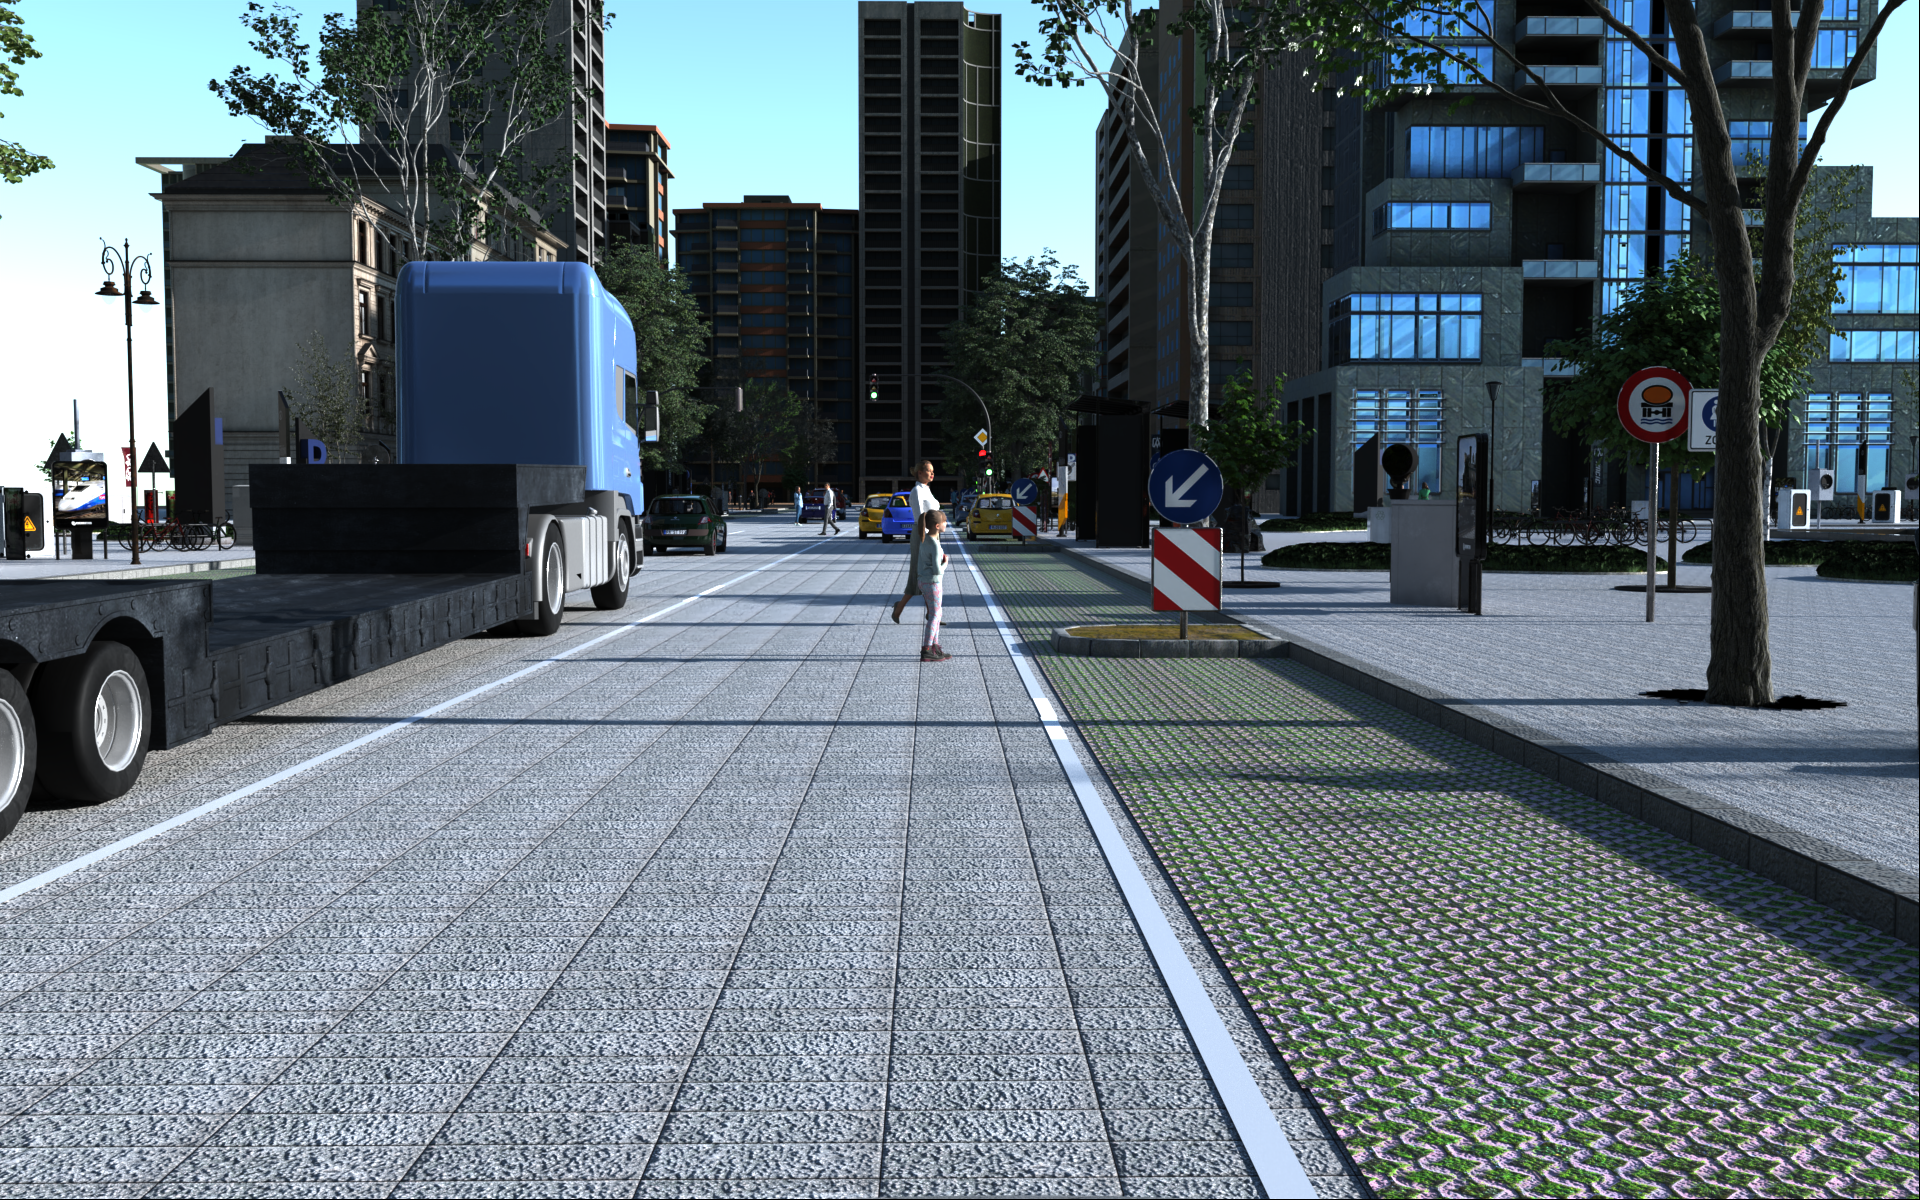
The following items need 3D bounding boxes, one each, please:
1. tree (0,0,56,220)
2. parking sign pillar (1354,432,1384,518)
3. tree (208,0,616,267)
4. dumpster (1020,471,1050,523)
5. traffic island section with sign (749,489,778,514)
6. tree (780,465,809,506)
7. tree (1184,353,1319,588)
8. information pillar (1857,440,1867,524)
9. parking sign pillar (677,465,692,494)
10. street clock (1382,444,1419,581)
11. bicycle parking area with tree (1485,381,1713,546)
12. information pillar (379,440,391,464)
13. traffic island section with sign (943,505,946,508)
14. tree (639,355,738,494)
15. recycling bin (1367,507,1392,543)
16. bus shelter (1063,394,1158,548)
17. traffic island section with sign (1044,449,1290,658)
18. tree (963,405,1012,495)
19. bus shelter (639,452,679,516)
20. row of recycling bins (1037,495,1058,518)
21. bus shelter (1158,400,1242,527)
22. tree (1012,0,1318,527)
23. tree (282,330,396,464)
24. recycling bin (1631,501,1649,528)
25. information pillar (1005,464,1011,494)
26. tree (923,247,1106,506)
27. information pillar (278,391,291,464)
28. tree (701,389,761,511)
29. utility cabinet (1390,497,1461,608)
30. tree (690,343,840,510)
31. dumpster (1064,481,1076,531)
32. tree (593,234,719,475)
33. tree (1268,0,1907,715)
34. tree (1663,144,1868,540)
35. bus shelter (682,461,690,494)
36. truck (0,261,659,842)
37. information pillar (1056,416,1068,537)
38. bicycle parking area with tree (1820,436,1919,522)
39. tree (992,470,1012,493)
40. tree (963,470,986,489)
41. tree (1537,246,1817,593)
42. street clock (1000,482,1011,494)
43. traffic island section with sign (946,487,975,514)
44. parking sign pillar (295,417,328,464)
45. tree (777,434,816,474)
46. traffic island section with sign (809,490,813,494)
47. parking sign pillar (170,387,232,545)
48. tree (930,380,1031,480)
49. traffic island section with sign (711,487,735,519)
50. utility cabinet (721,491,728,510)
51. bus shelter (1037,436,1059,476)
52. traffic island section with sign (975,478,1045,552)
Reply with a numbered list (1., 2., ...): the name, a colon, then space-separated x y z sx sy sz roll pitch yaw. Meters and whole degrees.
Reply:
1. tree: -14.780 -6.282 20.838 7.486 12.596 7.792 0 3 0
2. parking sign pillar: 17.796 -5.317 75.409 1.447 3.967 1.447 -3 4 -37
3. tree: -17.001 -12.018 52.390 12.611 20.169 13.585 0 3 0
4. dumpster: 3.229 -4.446 75.193 1.502 2.255 1.985 0 4 -1
5. traffic island section with sign: -14.210 -7.137 125.318 1.989 1.847 2.006 0 4 -1
6. tree: -18.459 -12.808 193.118 4.285 4.588 4.351 0 3 0
7. tree: 3.841 -1.802 24.066 1.663 3.219 1.824 0 3 0
8. information pillar: 39.063 -5.117 75.019 0.183 3.616 0.504 0 4 2
9. parking sign pillar: -21.038 -8.742 131.399 1.447 3.967 1.447 0 4 -2
10. street clock: 6.366 -1.255 25.096 0.471 2.002 0.358 3 4 37
11. bicycle parking area with tree: 15.416 -3.619 46.176 8.231 4.147 9.016 -2 4 -30
12. information pillar: -24.942 -5.125 75.141 0.504 3.616 0.183 1 4 9
13. traffic island section with sign: -0.547 -10.236 175.992 1.989 1.847 2.006 0 4 -1
14. tree: -17.640 -10.594 107.617 8.767 10.594 7.601 2 4 29
15. recycling bin: 8.314 -1.291 33.669 0.722 1.027 0.722 0 4 8
16. bus shelter: 3.683 -3.221 43.939 1.731 3.624 6.357 0 4 -1
17. traffic island section with sign: 1.864 -0.449 15.974 1.989 1.847 2.006 0 4 -1
18. tree: 2.548 -11.103 131.891 4.360 8.622 3.978 0 3 0
19. bus shelter: -17.457 -6.613 99.406 1.731 3.624 6.357 0 4 -1
20. row of recycling bins: 4.662 -5.347 94.537 3.534 1.692 1.069 0 4 5
21. bus shelter: 6.229 -3.363 46.272 1.731 3.624 6.357 0 4 -1
22. tree: 3.277 -10.800 32.462 12.611 20.169 13.585 0 3 0
23. tree: -28.069 -7.767 77.347 4.360 8.622 3.978 0 3 0
24. recycling bin: 26.084 -3.279 66.161 0.722 1.027 0.722 1 4 11
25. information pillar: 3.174 -7.534 114.539 0.504 3.616 0.183 -3 5 -42
26. tree: 2.831 -11.234 90.331 9.857 13.997 8.962 0 3 0
27. information pillar: -15.236 -2.920 39.096 0.183 3.616 0.504 -3 5 -40
28. tree: -16.230 -10.375 119.994 4.360 8.622 3.978 0 3 0
29. utility cabinet: 5.461 -0.540 19.987 0.306 1.237 1.020 -3 4 -36
30. tree: -17.299 -14.004 139.328 12.009 13.543 11.850 0 3 0
31. dumpster: 4.311 -3.576 60.969 1.502 2.255 1.985 0 4 -1
32. tree: -16.837 -11.023 86.884 9.857 13.997 8.962 0 3 0
33. tree: 4.854 -5.180 10.456 9.928 11.665 9.643 0 3 0
34. tree: 16.766 -5.246 36.127 4.737 8.622 4.395 0 3 0
35. bus shelter: -20.133 -7.980 121.758 1.731 3.624 6.357 0 4 -1
36. truck: -5.220 -1.501 14.306 2.967 4.110 18.799 0 4 -1
37. information pillar: 3.076 -3.697 51.801 0.183 3.616 0.504 -1 4 -21
38. bicycle parking area with tree: 46.584 -5.895 83.386 9.016 4.147 8.231 2 4 25
39. tree: 2.942 -7.568 118.334 1.663 3.219 1.824 0 3 0
40. tree: 1.943 -12.946 195.388 4.285 4.588 4.351 0 3 0
41. tree: 9.563 -2.399 22.942 4.285 4.588 4.351 0 3 0
42. street clock: 2.544 -5.850 100.220 0.358 2.002 0.471 3 4 38
43. traffic island section with sign: 0.199 -7.156 125.624 1.989 1.847 2.006 0 4 -1
44. parking sign pillar: -23.024 -4.472 61.583 1.447 3.967 1.447 1 4 14
45. tree: -18.629 -15.108 197.384 4.737 8.622 4.395 0 3 0
46. traffic island section with sign: -14.978 -10.203 175.448 1.989 1.847 2.006 0 4 -1
47. parking sign pillar: -19.394 -3.405 44.143 1.447 3.967 1.447 2 4 24
48. tree: 2.289 -12.607 140.539 8.767 10.594 7.601 1 4 16
49. traffic island section with sign: -13.799 -5.485 98.302 1.989 1.847 2.006 0 4 -1
50. utility cabinet: -17.007 -6.955 122.396 1.173 1.500 0.318 -1 4 -23
51. bus shelter: 6.304 -8.478 116.253 2.179 5.291 8.768 0 4 -1
52. traffic island section with sign: 1.453 -2.114 43.197 1.989 1.847 2.006 0 4 -1
